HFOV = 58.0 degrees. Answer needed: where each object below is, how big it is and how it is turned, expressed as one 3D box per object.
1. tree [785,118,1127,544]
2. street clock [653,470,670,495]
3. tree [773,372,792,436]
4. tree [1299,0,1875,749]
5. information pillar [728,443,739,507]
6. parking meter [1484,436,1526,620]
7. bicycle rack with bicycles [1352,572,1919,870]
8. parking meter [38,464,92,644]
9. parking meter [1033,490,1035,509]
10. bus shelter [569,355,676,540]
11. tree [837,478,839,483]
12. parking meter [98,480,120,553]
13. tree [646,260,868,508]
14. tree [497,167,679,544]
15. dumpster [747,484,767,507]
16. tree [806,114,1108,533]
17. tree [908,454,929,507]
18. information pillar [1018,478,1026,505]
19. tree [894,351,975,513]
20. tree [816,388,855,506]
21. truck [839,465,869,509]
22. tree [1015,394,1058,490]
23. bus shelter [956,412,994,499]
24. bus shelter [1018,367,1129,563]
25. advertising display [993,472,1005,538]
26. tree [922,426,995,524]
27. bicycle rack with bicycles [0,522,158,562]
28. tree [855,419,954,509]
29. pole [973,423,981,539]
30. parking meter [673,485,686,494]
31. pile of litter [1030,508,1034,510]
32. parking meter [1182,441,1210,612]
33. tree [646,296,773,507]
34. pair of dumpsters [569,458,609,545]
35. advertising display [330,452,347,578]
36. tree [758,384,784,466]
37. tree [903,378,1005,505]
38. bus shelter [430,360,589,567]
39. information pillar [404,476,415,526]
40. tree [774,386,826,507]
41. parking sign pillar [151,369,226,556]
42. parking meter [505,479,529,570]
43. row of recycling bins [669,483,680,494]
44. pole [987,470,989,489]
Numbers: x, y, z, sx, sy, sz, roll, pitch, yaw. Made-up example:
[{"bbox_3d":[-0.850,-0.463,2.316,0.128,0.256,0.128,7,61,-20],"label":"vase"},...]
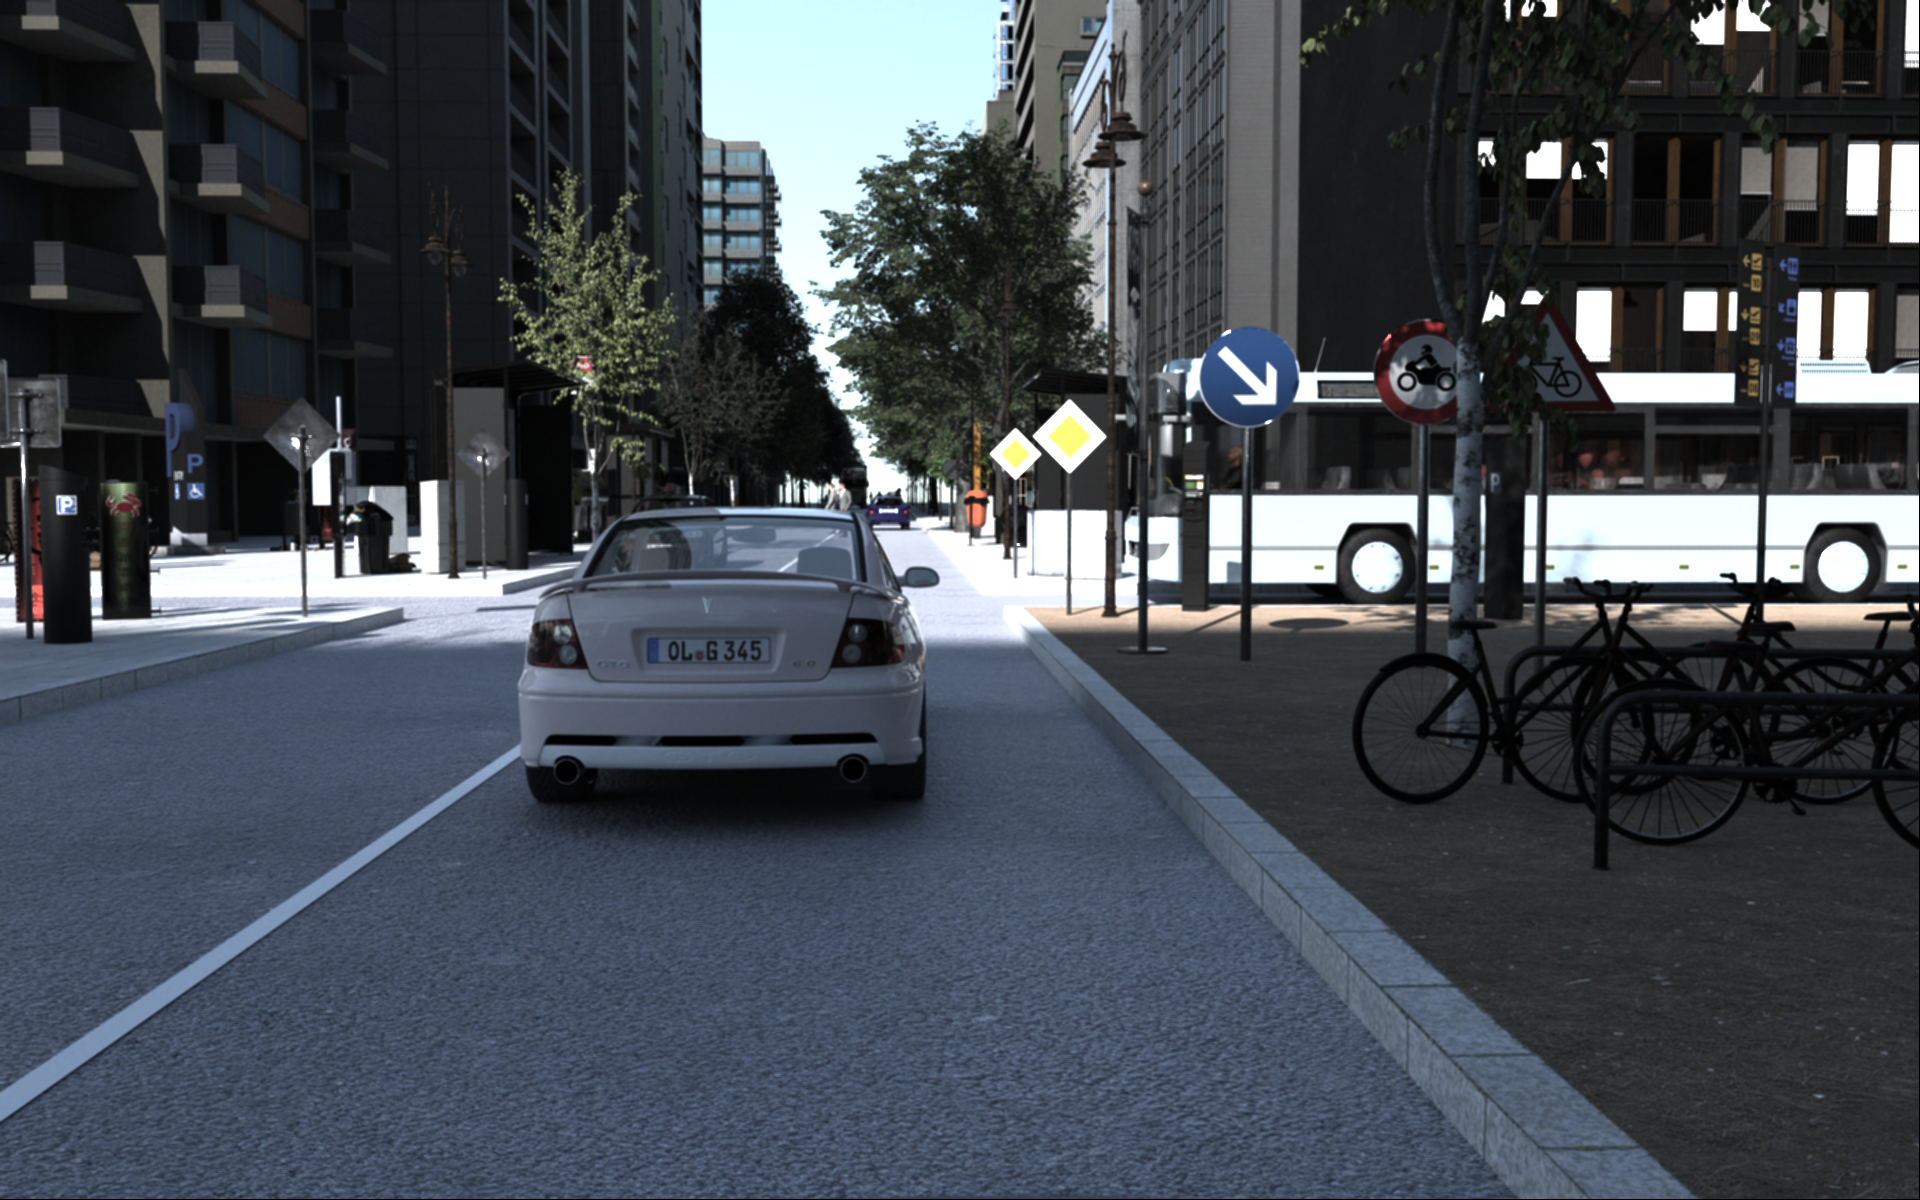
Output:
[{"bbox_3d":[0.734,-6.707,44.066,7.601,10.594,8.767,-2,4,-27],"label":"tree"},{"bbox_3d":[-8.806,-2.849,51.152,0.471,2.002,0.358,0,4,-7],"label":"street clock"},{"bbox_3d":[-9.297,-7.406,71.448,4.360,8.622,3.978,0,3,0],"label":"tree"},{"bbox_3d":[2.789,-3.556,8.509,4.737,8.622,4.395,0,3,0],"label":"tree"},{"bbox_3d":[-10.231,-5.312,78.199,0.504,3.616,0.183,-3,5,-39],"label":"information pillar"},{"bbox_3d":[5.602,-0.741,17.820,0.255,1.863,0.399,-1,4,-16],"label":"parking meter"},{"bbox_3d":[3.041,0.402,6.813,2.925,0.926,2.852,1,4,9],"label":"bicycle rack with bicycles"},{"bbox_3d":[-7.717,-0.400,14.943,0.372,1.533,0.369,0,3,0],"label":"parking meter"},{"bbox_3d":[3.731,-4.617,83.896,0.372,1.533,0.369,0,3,0],"label":"parking meter"},{"bbox_3d":[-10.321,-4.601,52.864,2.179,5.291,8.768,0,4,-2],"label":"bus shelter"},{"bbox_3d":[-16.297,-17.733,240.288,4.360,8.622,3.978,0,3,0],"label":"tree"},{"bbox_3d":[-14.934,-1.349,30.469,0.372,1.533,0.369,0,3,0],"label":"parking meter"},{"bbox_3d":[-10.168,-10.268,84.885,9.611,12.733,9.660,0,3,0],"label":"tree"},{"bbox_3d":[-8.286,-5.431,39.156,4.737,8.622,4.395,0,3,0],"label":"tree"},{"bbox_3d":[-11.869,-5.778,100.236,1.264,1.857,1.865,0,4,-2],"label":"dumpster"},{"bbox_3d":[0.007,-9.230,57.567,9.857,13.997,8.962,0,3,0],"label":"tree"},{"bbox_3d":[-3.348,-13.589,172.547,4.737,8.622,4.395,0,3,0],"label":"tree"},{"bbox_3d":[2.858,-4.625,80.107,0.304,2.012,0.304,-2,4,-25],"label":"information pillar"},{"bbox_3d":[-1.770,-11.649,116.215,9.928,11.665,9.643,0,3,0],"label":"tree"},{"bbox_3d":[-15.242,-17.255,192.494,12.009,13.543,11.850,0,3,0],"label":"tree"},{"bbox_3d":[-10.304,-11.023,169.140,2.839,4.237,11.283,0,4,-3],"label":"truck"},{"bbox_3d":[3.964,-9.025,97.929,4.360,8.622,3.978,0,3,0],"label":"tree"},{"bbox_3d":[0.718,-6.413,82.479,2.179,5.291,8.768,0,4,-2],"label":"bus shelter"},{"bbox_3d":[2.261,-2.688,35.230,1.731,3.624,6.357,0,4,-2],"label":"bus shelter"},{"bbox_3d":[1.196,-2.792,50.856,0.123,1.923,0.974,1,4,22],"label":"advertising display"},{"bbox_3d":[0.072,-5.586,75.046,4.285,4.588,4.351,0,3,0],"label":"tree"},{"bbox_3d":[-17.095,-1.231,33.509,2.925,0.926,2.852,-1,4,-13],"label":"bicycle rack with bicycles"},{"bbox_3d":[-2.594,-14.734,151.271,12.009,13.543,11.850,0,3,0],"label":"tree"},{"bbox_3d":[0.489,-3.417,49.717,0.158,3.312,0.155,0,3,0],"label":"pole"},{"bbox_3d":[-8.112,-2.551,50.113,0.372,1.533,0.369,0,3,0],"label":"parking meter"},{"bbox_3d":[2.408,-2.508,54.965,1.176,0.858,1.719,-2,4,-34],"label":"pile of litter"},{"bbox_3d":[2.590,-0.813,19.005,0.255,1.863,0.399,1,4,16],"label":"parking meter"},{"bbox_3d":[-9.901,-6.983,64.534,4.360,8.622,3.978,0,3,0],"label":"tree"},{"bbox_3d":[-10.391,-2.646,45.762,1.574,2.255,4.437,0,4,-2],"label":"pair of dumpsters"},{"bbox_3d":[-9.580,-1.315,26.710,0.123,1.923,0.974,-1,4,-13],"label":"advertising display"},{"bbox_3d":[-12.534,-11.998,130.584,8.767,10.594,7.601,0,4,2],"label":"tree"},{"bbox_3d":[-0.251,-8.511,89.510,4.360,8.622,3.978,0,3,0],"label":"tree"},{"bbox_3d":[-8.534,-2.574,33.371,1.731,3.624,6.357,0,4,-2],"label":"bus shelter"},{"bbox_3d":[-22.195,-3.998,69.860,0.304,2.012,0.304,0,4,7],"label":"information pillar"},{"bbox_3d":[-10.684,-9.586,107.097,4.737,8.622,4.395,0,3,0],"label":"tree"},{"bbox_3d":[-16.401,-2.951,36.716,1.447,3.967,1.447,-3,4,-39],"label":"parking sign pillar"},{"bbox_3d":[-7.503,-1.278,29.307,0.372,1.533,0.369,0,3,0],"label":"parking meter"},{"bbox_3d":[-10.730,-3.328,61.528,1.069,1.692,3.534,0,4,7],"label":"row of recycling bins"},{"bbox_3d":[1.487,-6.132,94.104,0.158,3.312,0.155,0,3,0],"label":"pole"}]
